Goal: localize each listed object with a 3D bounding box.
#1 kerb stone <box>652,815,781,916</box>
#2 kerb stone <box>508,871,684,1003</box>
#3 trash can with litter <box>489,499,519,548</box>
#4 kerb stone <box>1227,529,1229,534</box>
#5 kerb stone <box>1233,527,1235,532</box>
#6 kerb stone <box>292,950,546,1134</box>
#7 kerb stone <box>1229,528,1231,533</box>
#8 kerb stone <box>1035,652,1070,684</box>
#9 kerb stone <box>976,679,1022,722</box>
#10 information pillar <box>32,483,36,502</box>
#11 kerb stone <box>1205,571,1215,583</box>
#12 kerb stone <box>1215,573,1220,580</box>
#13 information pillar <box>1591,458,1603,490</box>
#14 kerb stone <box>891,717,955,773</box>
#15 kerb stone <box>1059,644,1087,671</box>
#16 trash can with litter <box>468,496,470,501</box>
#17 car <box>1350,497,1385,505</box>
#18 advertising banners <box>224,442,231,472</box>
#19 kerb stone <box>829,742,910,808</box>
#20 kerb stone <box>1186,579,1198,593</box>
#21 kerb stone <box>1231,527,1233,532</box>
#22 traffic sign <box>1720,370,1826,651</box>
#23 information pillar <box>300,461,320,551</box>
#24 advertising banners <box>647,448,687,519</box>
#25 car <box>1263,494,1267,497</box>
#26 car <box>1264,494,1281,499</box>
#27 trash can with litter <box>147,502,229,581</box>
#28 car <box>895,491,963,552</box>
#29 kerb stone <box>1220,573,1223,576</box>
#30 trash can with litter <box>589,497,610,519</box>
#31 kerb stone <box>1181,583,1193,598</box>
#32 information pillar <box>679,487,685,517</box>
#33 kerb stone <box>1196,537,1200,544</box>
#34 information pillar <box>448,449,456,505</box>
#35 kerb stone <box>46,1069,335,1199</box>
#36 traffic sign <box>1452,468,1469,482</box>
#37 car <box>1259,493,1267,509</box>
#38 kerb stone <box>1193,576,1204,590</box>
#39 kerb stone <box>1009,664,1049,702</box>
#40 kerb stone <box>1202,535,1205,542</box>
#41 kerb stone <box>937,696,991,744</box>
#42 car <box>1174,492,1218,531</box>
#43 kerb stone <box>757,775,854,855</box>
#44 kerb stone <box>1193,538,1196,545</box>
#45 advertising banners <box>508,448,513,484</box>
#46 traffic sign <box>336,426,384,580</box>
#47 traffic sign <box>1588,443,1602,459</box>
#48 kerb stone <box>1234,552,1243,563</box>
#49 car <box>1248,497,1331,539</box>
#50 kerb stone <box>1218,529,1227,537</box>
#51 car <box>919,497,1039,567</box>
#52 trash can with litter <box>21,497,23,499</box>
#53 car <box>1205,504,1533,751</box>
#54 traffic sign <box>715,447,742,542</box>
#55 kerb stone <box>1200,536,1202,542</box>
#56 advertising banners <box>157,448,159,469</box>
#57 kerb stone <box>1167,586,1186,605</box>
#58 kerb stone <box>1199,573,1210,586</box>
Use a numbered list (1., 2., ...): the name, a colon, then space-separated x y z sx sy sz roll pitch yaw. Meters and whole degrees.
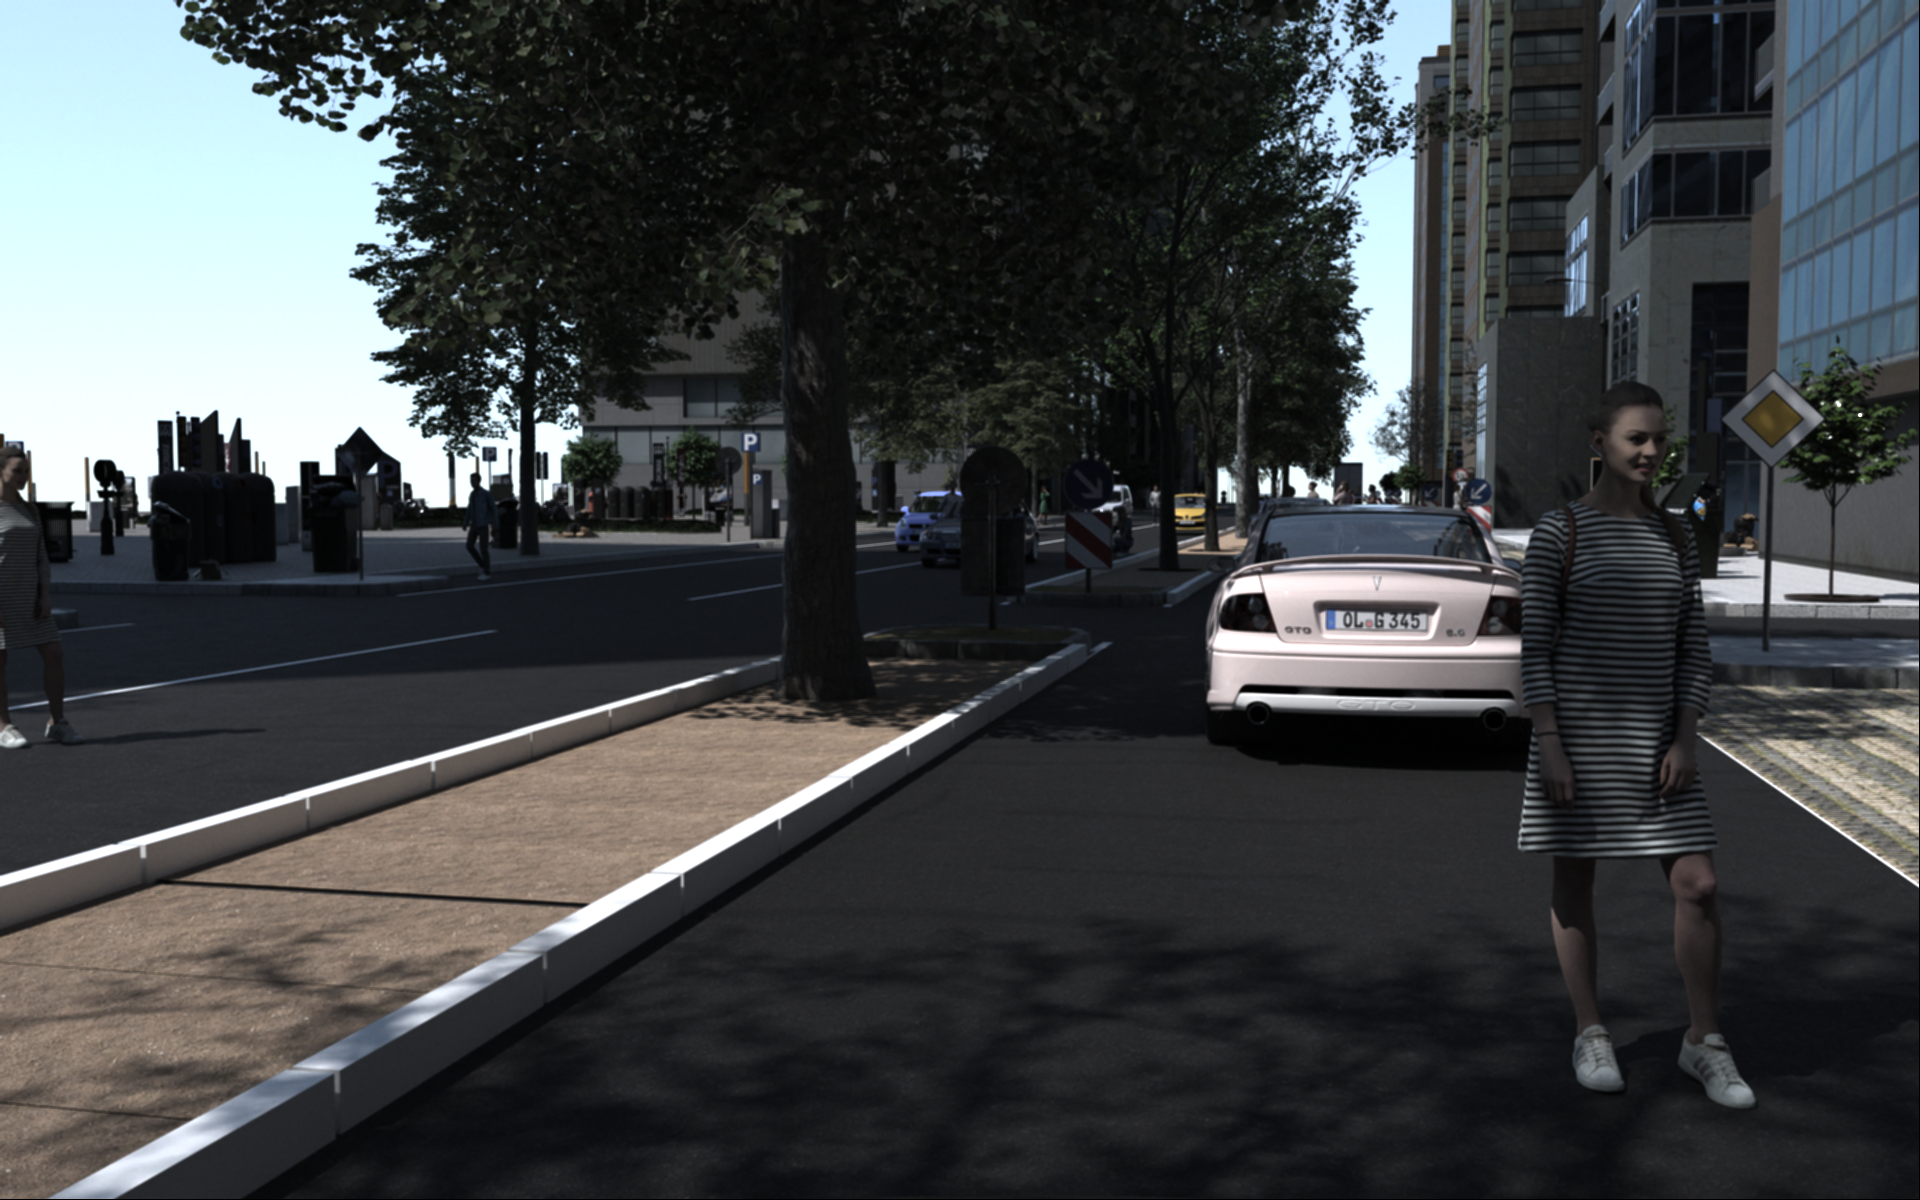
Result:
1. kerb stone: -0.884 0.968 6.366 0.120 0.150 1.000 1 4 13
2. kerb stone: -1.109 1.031 5.369 0.120 0.150 1.000 1 4 13
3. trash can with litter: -10.877 -1.815 41.062 0.624 1.170 1.055 -3 5 -39
4. kerb stone: 9.350 -2.396 61.378 0.120 0.150 1.000 1 4 13
5. kerb stone: 10.026 -2.576 64.388 0.120 0.150 1.000 1 4 13
6. kerb stone: -1.334 1.095 4.371 0.120 0.150 1.000 1 4 13
7. kerb stone: 9.578 -2.458 62.378 0.120 0.150 1.000 1 4 13
8. kerb stone: 0.689 0.540 13.371 0.120 0.150 1.000 1 4 13
9. kerb stone: 0.239 0.663 11.360 0.120 0.150 1.000 1 4 13
10. information pillar: -59.497 -6.521 111.114 0.304 2.012 0.304 0 4 -1
11. kerb stone: 3.975 -0.347 27.937 0.120 0.150 1.000 1 4 13
12. kerb stone: 4.200 -0.408 28.934 0.120 0.150 1.000 1 4 13
13. information pillar: 13.129 -1.896 35.485 0.304 2.012 0.304 -3 4 -39
14. kerb stone: -0.209 0.785 9.364 0.120 0.150 1.000 1 4 13
15. kerb stone: 0.918 0.482 14.371 0.120 0.150 1.000 1 4 13
16. trash can with litter: -24.068 -4.497 84.582 1.678 1.210 2.233 0 4 1
17. car: 15.452 -3.275 66.134 1.945 1.354 3.894 1 4 11
18. advertising banners: -25.481 -3.872 59.490 2.074 3.025 0.090 3 5 43
19. kerb stone: -0.438 0.846 8.363 0.120 0.150 1.000 1 4 13
20. kerb stone: 3.289 -0.167 24.930 0.120 0.150 1.000 1 4 13
21. kerb stone: 9.803 -2.520 63.391 0.120 0.150 1.000 1 4 13
22. traffic sign: 6.581 -0.639 14.092 0.795 2.450 0.064 1 4 13
23. information pillar: -14.592 -2.106 38.922 0.304 2.012 0.304 2 4 23
24. advertising banners: -11.077 -4.244 65.583 0.090 3.025 2.074 3 4 37
25. car: 38.655 -12.980 221.813 1.945 1.707 3.694 1 4 12
26. car: 25.043 -7.733 138.440 2.014 1.417 4.499 1 4 12
27. trash can with litter: -11.544 -0.887 25.892 1.055 1.170 0.624 -2 4 -31
28. car: -0.452 -2.106 44.016 1.945 1.707 3.694 1 4 14
29. kerb stone: 4.417 -0.473 29.938 0.120 0.150 1.000 1 4 13
30. trash can with litter: -17.412 -4.396 83.266 1.055 1.170 0.624 -3 5 -45
31. kerb stone: 3.076 -0.103 23.930 0.120 0.150 1.000 1 4 13
32. information pillar: -15.767 -5.729 98.156 0.304 2.012 0.304 0 4 1
33. kerb stone: 6.655 -1.659 49.373 0.120 0.150 1.000 1 4 13
34. information pillar: -26.435 -6.040 90.115 0.183 3.616 0.504 1 4 17
35. kerb stone: -1.555 1.153 3.369 0.120 0.150 1.000 1 4 13
36. traffic sign: 24.186 -5.114 83.722 0.768 2.556 0.104 1 4 18
37. car: 20.482 -6.803 120.816 1.945 1.707 3.694 1 4 14
38. kerb stone: 3.516 -0.229 25.932 0.120 0.150 1.000 1 4 13
39. kerb stone: 0.472 0.601 12.365 0.120 0.150 1.000 1 4 13
40. kerb stone: 7.097 -1.780 51.374 0.120 0.150 1.000 1 4 13
41. kerb stone: 0.013 0.724 10.362 0.120 0.150 1.000 1 4 13
42. car: 8.202 -3.147 61.677 2.015 1.641 3.980 1 4 11
43. kerb stone: -0.659 0.909 7.363 0.120 0.150 1.000 1 4 13
44. kerb stone: 6.424 -1.596 48.372 0.120 0.150 1.000 1 4 13
45. advertising banners: -17.220 -4.240 65.505 0.090 3.025 2.074 0 4 4
46. traffic sign: -8.924 -1.354 25.775 0.795 2.450 0.064 1 4 13
47. traffic sign: 8.335 -1.116 21.883 0.795 2.450 0.064 1 4 13
48. kerb stone: 5.995 -0.901 36.925 0.120 0.150 1.000 1 4 13
49. car: 7.064 -1.457 36.188 2.083 1.381 4.827 1 4 14
50. kerb stone: 9.124 -2.335 60.375 0.120 0.150 1.000 1 4 13
51. car: 0.468 -1.430 35.389 2.014 1.417 4.499 1 4 13
52. trash can with litter: -60.420 -6.103 111.172 0.624 1.170 1.055 -1 4 -16
53. car: 2.600 0.073 11.162 2.083 1.381 4.827 1 4 12
54. traffic sign: -6.231 -2.841 46.555 0.768 2.556 0.104 1 4 13
55. kerb stone: 6.874 -1.724 50.376 0.120 0.150 1.000 1 4 13
56. advertising banners: -30.818 -4.349 67.296 0.090 3.025 2.074 0 4 -6
57. kerb stone: 2.847 -0.045 22.926 0.120 0.150 1.000 1 4 13
58. kerb stone: 3.743 -0.290 26.937 0.120 0.150 1.000 1 4 13
